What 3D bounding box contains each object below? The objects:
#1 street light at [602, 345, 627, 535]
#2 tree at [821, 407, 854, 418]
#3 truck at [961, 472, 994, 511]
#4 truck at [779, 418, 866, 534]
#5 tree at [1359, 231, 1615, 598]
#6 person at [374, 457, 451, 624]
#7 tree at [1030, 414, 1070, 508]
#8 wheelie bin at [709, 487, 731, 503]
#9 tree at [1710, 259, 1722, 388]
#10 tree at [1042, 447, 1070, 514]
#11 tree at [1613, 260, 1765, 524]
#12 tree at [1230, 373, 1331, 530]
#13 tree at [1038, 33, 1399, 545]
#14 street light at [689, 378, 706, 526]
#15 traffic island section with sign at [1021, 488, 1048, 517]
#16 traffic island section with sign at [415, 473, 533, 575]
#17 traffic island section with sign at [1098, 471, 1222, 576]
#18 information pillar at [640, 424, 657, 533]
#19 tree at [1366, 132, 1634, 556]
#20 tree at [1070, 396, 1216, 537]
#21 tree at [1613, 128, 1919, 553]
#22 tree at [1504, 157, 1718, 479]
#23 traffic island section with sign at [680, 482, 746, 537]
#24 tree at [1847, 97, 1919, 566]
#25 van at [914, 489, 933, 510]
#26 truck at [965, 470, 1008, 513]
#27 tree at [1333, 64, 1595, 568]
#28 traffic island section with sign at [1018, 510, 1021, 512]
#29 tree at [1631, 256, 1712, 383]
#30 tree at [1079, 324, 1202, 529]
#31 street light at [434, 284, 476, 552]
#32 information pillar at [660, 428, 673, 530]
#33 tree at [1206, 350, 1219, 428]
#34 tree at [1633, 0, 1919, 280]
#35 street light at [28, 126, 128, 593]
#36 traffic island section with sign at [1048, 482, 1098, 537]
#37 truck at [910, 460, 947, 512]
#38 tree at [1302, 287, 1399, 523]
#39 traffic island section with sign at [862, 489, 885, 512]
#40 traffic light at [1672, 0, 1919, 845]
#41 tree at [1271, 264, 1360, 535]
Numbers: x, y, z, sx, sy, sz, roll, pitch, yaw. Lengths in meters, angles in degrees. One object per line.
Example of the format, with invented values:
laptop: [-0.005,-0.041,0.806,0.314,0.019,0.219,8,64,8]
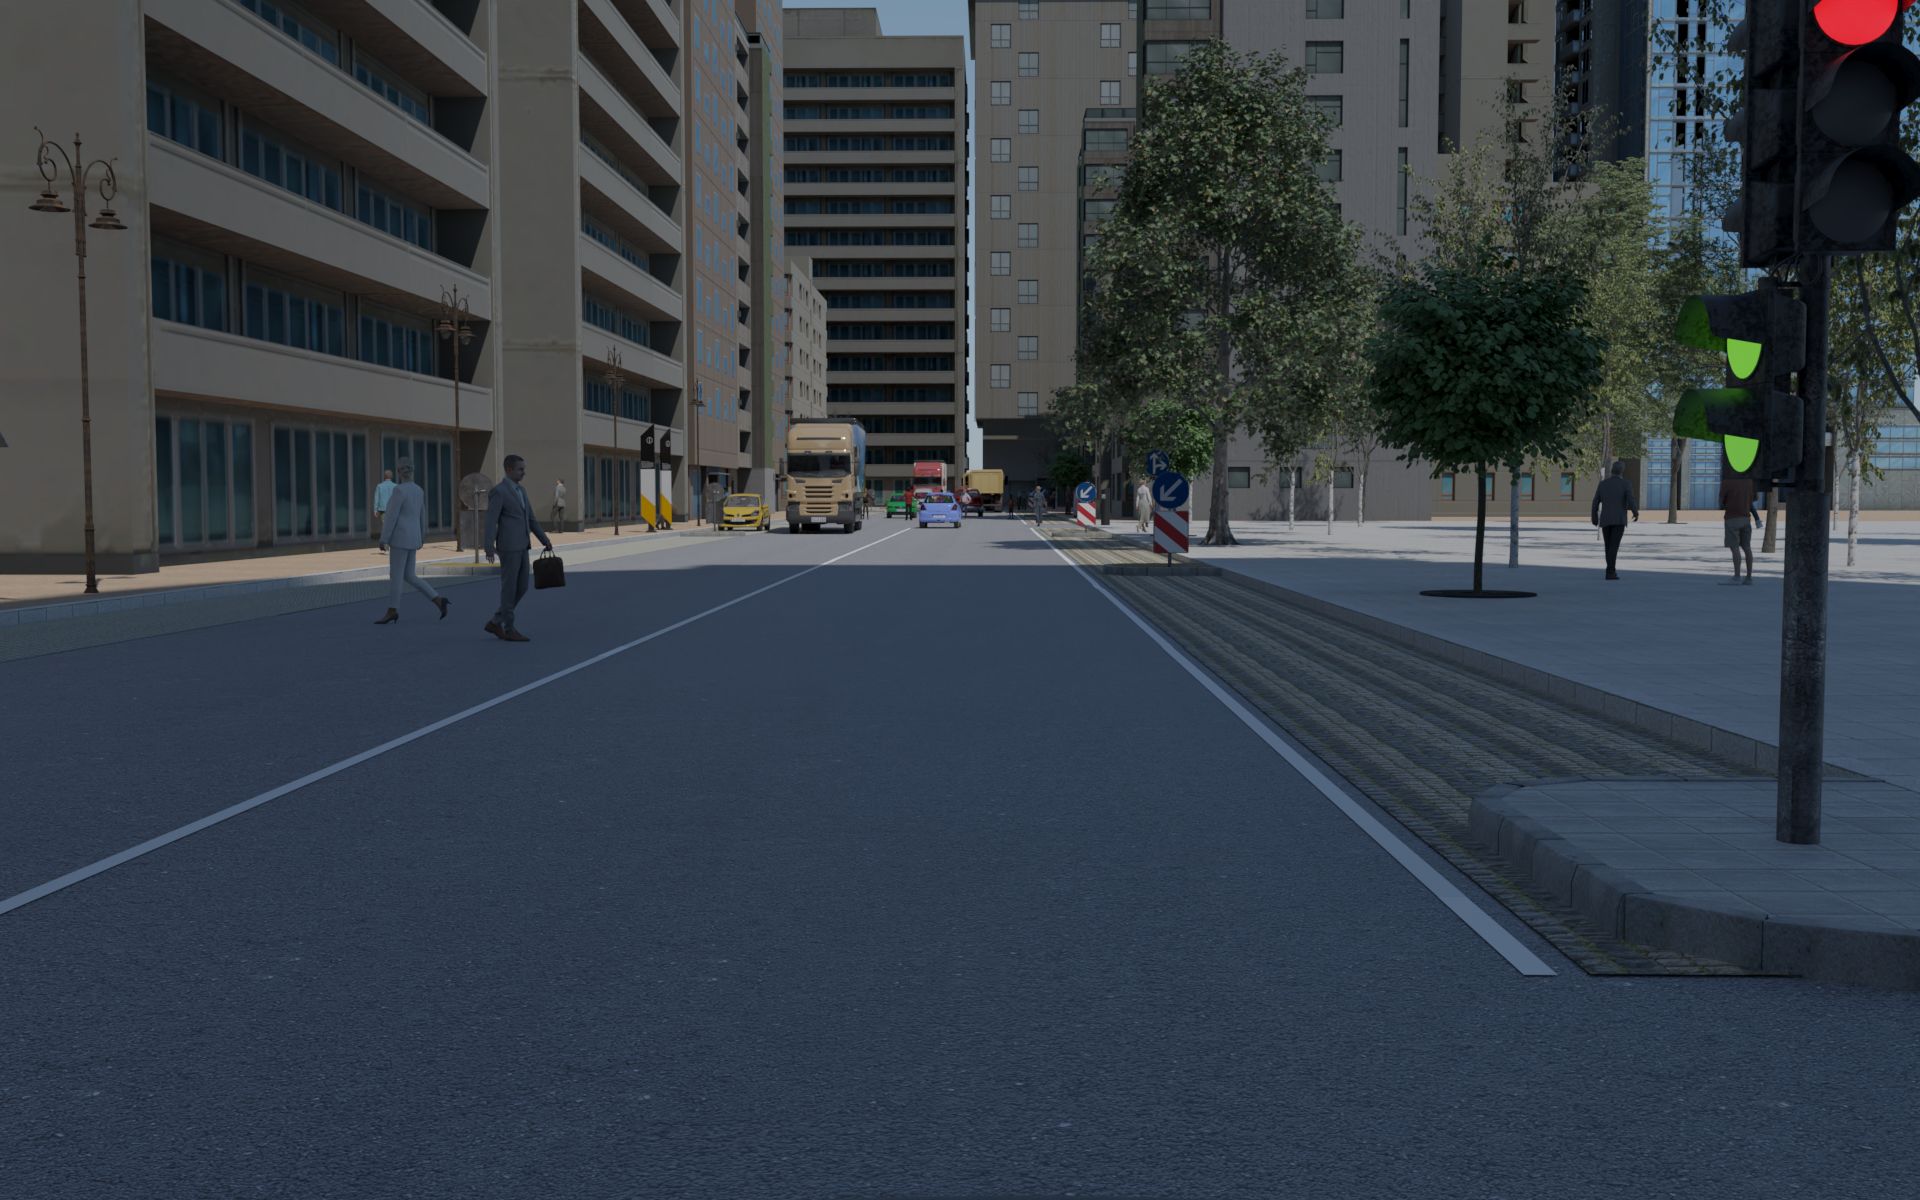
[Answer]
street light: [-10.685,-4.950,53.719,0.468,5.910,1.993,0,4,1]
tree: [-9.929,-11.859,144.253,4.360,8.622,3.978,0,3,0]
truck: [1.716,-9.480,150.928,3.469,3.379,9.791,0,4,2]
truck: [-5.055,-4.718,66.047,2.839,4.237,11.283,0,4,-1]
tree: [6.527,-2.328,21.777,4.285,4.588,4.351,0,3,0]
person: [-6.069,-0.659,19.154,0.818,1.842,0.514,-1,4,-9]
tree: [8.747,-12.766,159.093,4.360,8.622,3.978,0,3,0]
wheelie bin: [-10.238,-4.042,73.990,0.980,1.594,0.693,-1,4,-14]
tree: [23.050,-6.123,50.481,4.737,8.622,4.395,0,3,0]
tree: [7.082,-7.939,113.520,4.285,4.588,4.351,0,3,0]
tree: [30.896,-9.087,74.320,9.928,11.665,9.643,0,3,0]
tree: [11.822,-6.786,61.316,4.360,8.622,3.978,0,3,0]
tree: [6.669,-7.730,43.402,9.611,12.733,9.660,0,3,0]
street light: [-10.447,-5.889,69.071,0.468,5.910,1.993,0,4,1]
traffic island section with sign: [5.002,-6.087,108.142,1.989,1.847,2.006,0,4,1]
traffic island section with sign: [-8.832,-1.383,31.237,1.989,1.847,2.006,0,4,1]
traffic island section with sign: [3.583,-1.368,30.999,1.989,1.847,2.006,0,4,1]
information pillar: [-10.375,-4.055,57.657,0.504,3.616,0.183,1,4,11]
tree: [10.783,-5.200,35.378,4.737,8.622,4.395,0,3,0]
tree: [6.464,-4.220,52.713,4.285,4.588,4.351,0,3,0]
tree: [17.991,-6.301,37.431,7.601,10.594,8.767,1,4,10]
tree: [21.964,-8.600,58.736,7.486,12.596,7.792,0,3,0]
traffic island section with sign: [-8.331,-3.063,58.714,1.989,1.847,2.006,0,4,1]
tree: [16.081,-4.899,30.456,4.737,8.622,4.395,0,3,0]
van: [-2.733,-7.473,129.199,2.013,2.044,4.112,0,3,0]
truck: [2.066,-8.545,135.632,3.469,3.379,9.791,0,4,1]
tree: [9.496,-4.873,30.031,4.360,8.622,3.978,0,3,0]
traffic island section with sign: [5.499,-7.735,135.093,1.989,1.847,2.006,0,4,1]
tree: [17.500,-5.957,47.760,4.737,8.622,4.395,0,3,0]
tree: [6.417,-6.892,63.052,4.360,8.622,3.978,0,3,0]
street light: [-11.104,-4.004,38.258,0.468,5.910,1.993,0,4,1]
information pillar: [-10.440,-4.290,61.498,0.183,3.616,0.504,2,4,33]
tree: [9.707,-7.559,73.944,4.360,8.622,3.978,0,3,0]
tree: [8.123,-3.920,14.450,4.360,8.622,3.978,0,3,0]
street light: [-11.270,-3.028,22.293,0.468,5.910,1.993,0,4,1]
traffic island section with sign: [4.077,-3.017,57.950,1.989,1.847,2.006,0,4,1]
truck: [-2.514,-9.529,144.717,2.839,4.237,11.283,0,4,1]
tree: [17.925,-8.656,75.941,8.767,10.594,7.601,-3,5,-41]
traffic island section with sign: [-6.910,-7.768,135.642,1.989,1.847,2.006,0,4,1]
traffic light: [3.081,-1.062,6.292,0.839,4.253,0.868,0,4,1]
tree: [11.336,-6.331,53.877,4.737,8.622,4.395,0,3,0]
